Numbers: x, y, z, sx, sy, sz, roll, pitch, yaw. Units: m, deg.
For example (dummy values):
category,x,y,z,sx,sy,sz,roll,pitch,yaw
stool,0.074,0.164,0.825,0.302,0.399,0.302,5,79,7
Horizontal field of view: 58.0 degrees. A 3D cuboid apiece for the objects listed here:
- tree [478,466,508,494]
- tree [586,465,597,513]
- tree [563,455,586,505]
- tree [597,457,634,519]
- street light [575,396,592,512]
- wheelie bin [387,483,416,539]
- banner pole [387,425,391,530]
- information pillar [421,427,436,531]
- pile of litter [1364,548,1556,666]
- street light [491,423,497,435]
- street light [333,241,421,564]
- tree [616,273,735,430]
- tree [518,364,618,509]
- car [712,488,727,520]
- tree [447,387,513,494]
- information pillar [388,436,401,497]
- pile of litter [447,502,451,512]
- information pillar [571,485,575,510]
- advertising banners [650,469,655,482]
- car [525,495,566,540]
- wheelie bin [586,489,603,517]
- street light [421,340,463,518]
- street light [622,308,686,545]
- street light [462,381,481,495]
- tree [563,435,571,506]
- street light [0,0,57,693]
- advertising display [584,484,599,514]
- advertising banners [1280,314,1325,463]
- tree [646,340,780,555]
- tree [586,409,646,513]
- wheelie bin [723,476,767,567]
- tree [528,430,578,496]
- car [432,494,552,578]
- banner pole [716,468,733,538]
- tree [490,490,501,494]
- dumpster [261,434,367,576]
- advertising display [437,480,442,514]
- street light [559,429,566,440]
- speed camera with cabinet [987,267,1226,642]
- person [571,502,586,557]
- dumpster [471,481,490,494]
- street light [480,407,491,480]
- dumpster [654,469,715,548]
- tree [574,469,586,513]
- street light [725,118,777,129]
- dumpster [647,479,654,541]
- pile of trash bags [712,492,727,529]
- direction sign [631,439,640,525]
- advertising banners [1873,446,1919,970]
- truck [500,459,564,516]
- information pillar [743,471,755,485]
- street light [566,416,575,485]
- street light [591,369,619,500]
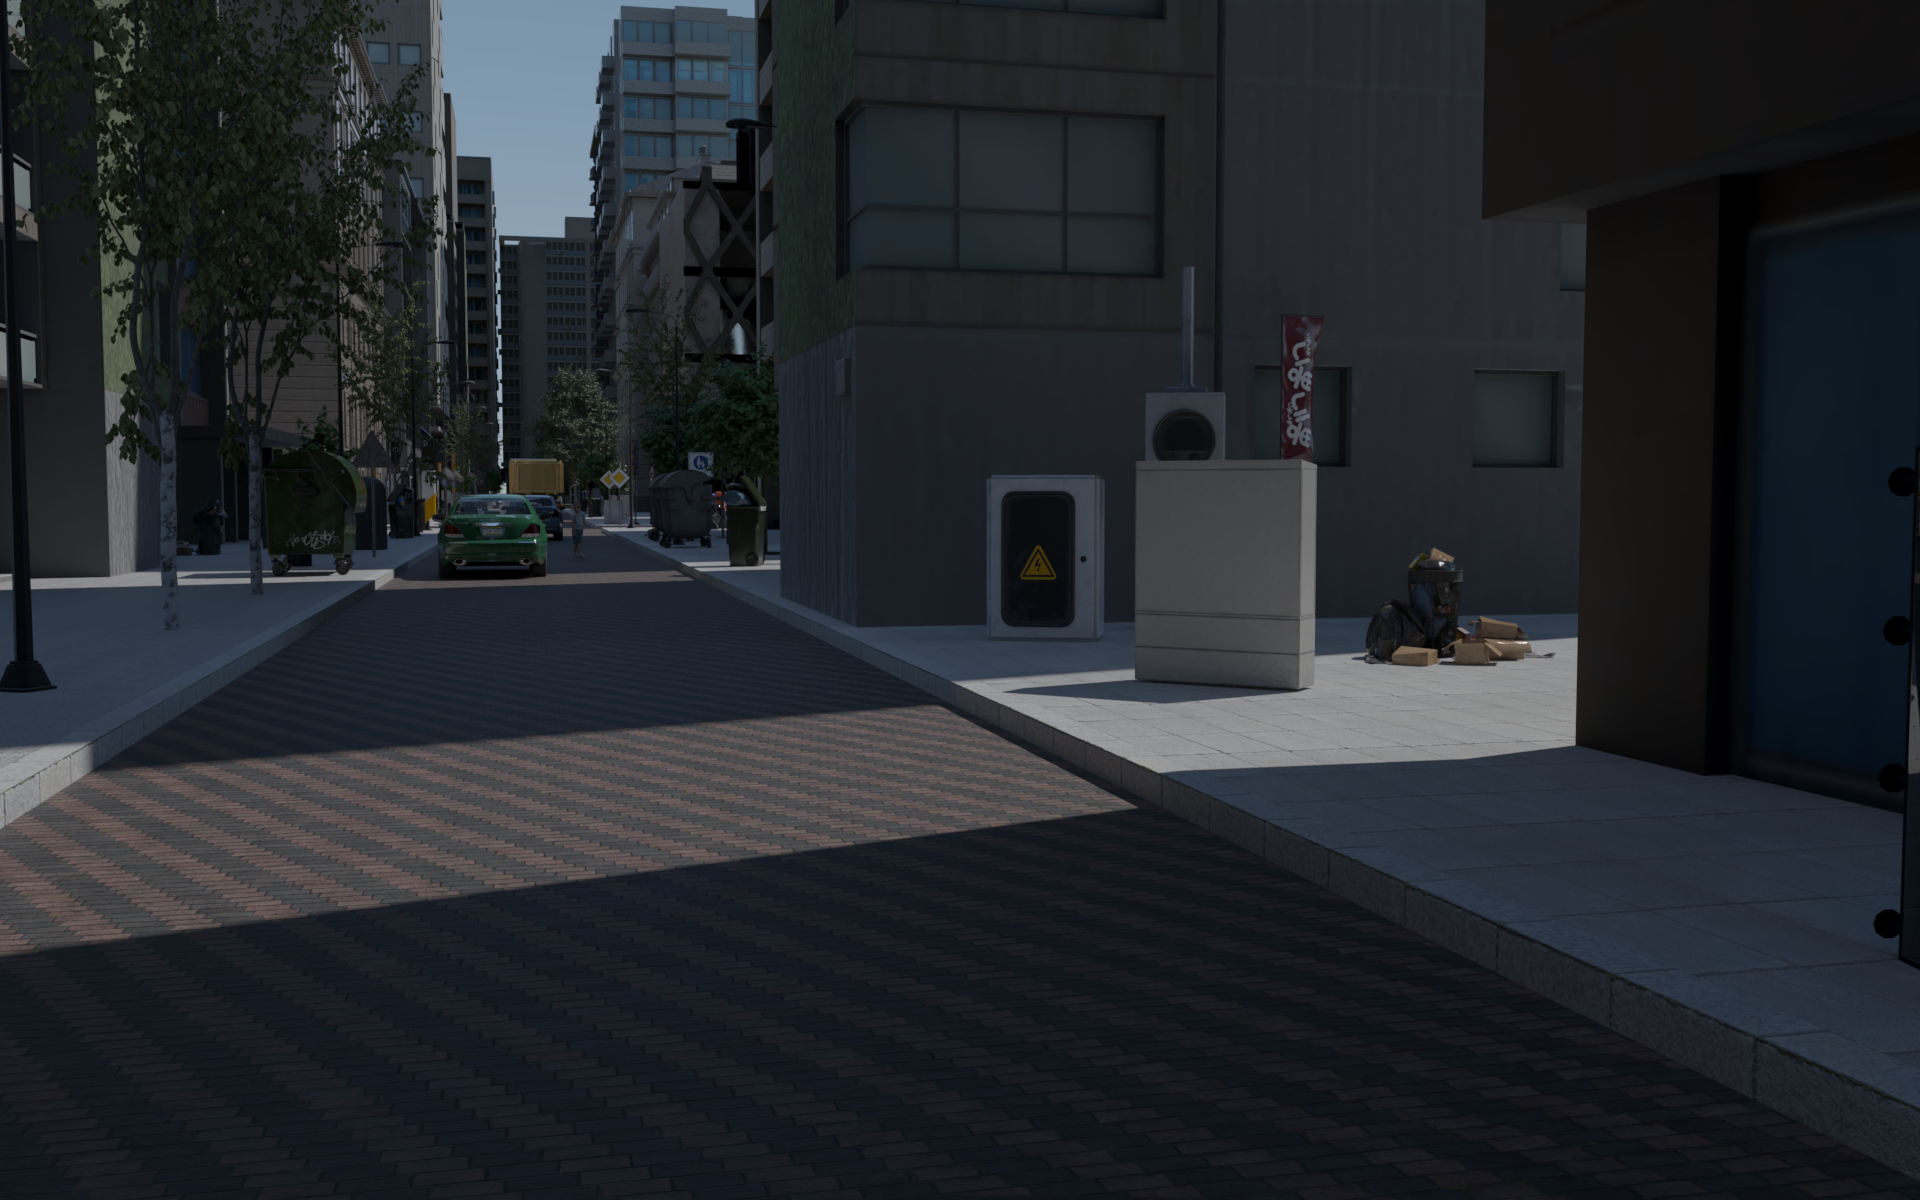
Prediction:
category,x,y,z,sx,sy,sz,roll,pitch,yaw
tree,-53.132,-13.072,197.440,4.285,4.588,4.351,0,3,0
tree,-21.999,-6.933,107.952,1.663,3.219,1.824,0,3,0
tree,-25.047,-8.352,120.265,4.285,4.588,4.351,0,3,0
tree,-17.889,-5.898,91.033,1.663,3.219,1.824,0,3,0
street light,-17.309,-6.697,82.044,1.470,5.913,1.316,-1,4,-14
wheelie bin,-16.173,-2.585,50.170,0.693,1.594,0.980,-3,5,-40
banner pole,-20.343,-4.393,61.846,0.401,3.779,0.863,-1,4,-22
information pillar,-18.655,-4.244,60.741,0.504,3.616,0.183,1,4,10
pile of litter,3.889,0.031,13.463,1.719,0.858,1.176,-1,4,-11
street light,-31.125,-8.583,112.869,1.470,5.913,1.316,-1,4,-14
street light,-10.801,-3.623,31.783,1.470,5.913,1.316,-1,4,-14
tree,-9.769,-6.640,58.925,4.737,8.622,4.395,0,3,0
tree,-33.988,-14.408,152.573,9.611,12.733,9.660,0,3,0
car,-8.429,-3.620,68.782,3.694,1.707,1.945,-1,4,-13
tree,-33.214,-10.340,119.428,4.360,8.622,3.978,0,3,0
information pillar,-22.760,-4.794,69.732,0.504,3.616,0.183,0,4,-1
pile of litter,-38.198,-7.218,131.983,1.719,0.858,1.176,-3,4,-37
information pillar,-32.022,-8.482,143.172,0.304,2.012,0.304,-1,4,-13
advertising banners,-16.559,-6.080,95.591,0.090,3.025,2.074,-3,5,-44
car,-13.524,-2.626,54.939,2.014,1.417,4.499,-1,4,-15
wheelie bin,-20.808,-5.538,98.449,0.980,1.594,0.693,-2,4,-31
street light,-15.946,-4.882,52.355,1.470,5.913,1.316,-1,4,-14
street light,-7.638,-4.336,43.440,1.470,5.913,1.316,-1,4,-14
street light,-20.632,-6.034,71.196,1.470,5.913,1.316,-1,4,-14
tree,-39.824,-13.844,176.714,4.360,8.622,3.978,0,3,0
street light,-5.592,-2.369,11.278,1.470,5.913,1.316,-1,4,-14
advertising display,-23.808,-6.529,111.961,0.974,1.923,0.123,1,4,12
advertising banners,2.666,-1.250,16.633,2.074,3.025,0.090,-2,4,-27
tree,-4.210,-3.263,37.065,4.285,4.588,4.351,0,3,0
tree,-8.362,-4.250,53.200,4.285,4.588,4.351,0,3,0
wheelie bin,-3.834,-1.404,30.860,0.693,1.594,0.980,0,4,5
tree,-47.409,-16.456,203.459,7.601,10.594,8.767,-1,4,-22
car,-8.410,-1.185,31.173,2.131,1.459,4.920,-1,4,-15
banner pole,-6.829,-3.706,50.615,0.401,3.779,0.863,1,4,22
tree,-56.768,-13.340,212.703,1.663,3.219,1.824,0,3,0
dumpster,-10.409,-1.551,27.861,1.502,2.255,1.985,-1,4,-14
advertising display,-23.981,-4.560,79.772,0.123,1.923,0.974,-1,4,-22
street light,-27.623,-9.242,123.654,1.470,5.913,1.316,-1,4,-14
speed camera with cabinet,1.279,-1.272,15.133,2.038,3.252,0.660,1,4,10
person,-8.658,-1.600,39.346,0.332,1.250,0.352,0,4,-1
dumpster,-35.485,-7.669,127.886,1.502,2.255,1.985,-1,4,-14
street light,-25.857,-7.304,91.964,1.470,5.913,1.316,-1,4,-14
dumpster,-6.568,-2.190,41.566,1.264,1.857,1.865,-1,4,-14
tree,-25.046,-7.423,115.962,1.663,3.219,1.824,0,3,0
street light,-2.211,-3.006,21.694,1.470,5.913,1.316,-1,4,-14
dumpster,-7.889,-2.554,47.509,1.264,1.857,1.865,-1,4,-14
pile of trash bags,-9.395,-3.327,64.143,1.912,1.369,3.447,1,4,12
direction sign,-13.531,-4.903,72.165,0.379,3.537,0.876,-2,4,-28
advertising banners,2.614,-0.461,3.729,0.090,3.025,2.074,0,4,-1
truck,-23.120,-6.009,94.175,3.469,3.379,9.791,-1,4,-16
information pillar,-5.563,-2.527,45.801,0.304,2.012,0.304,-1,4,-9
street light,-22.431,-7.967,102.802,1.470,5.913,1.316,-1,4,-14
street light,-12.834,-5.629,64.567,1.470,5.913,1.316,-1,4,-14
